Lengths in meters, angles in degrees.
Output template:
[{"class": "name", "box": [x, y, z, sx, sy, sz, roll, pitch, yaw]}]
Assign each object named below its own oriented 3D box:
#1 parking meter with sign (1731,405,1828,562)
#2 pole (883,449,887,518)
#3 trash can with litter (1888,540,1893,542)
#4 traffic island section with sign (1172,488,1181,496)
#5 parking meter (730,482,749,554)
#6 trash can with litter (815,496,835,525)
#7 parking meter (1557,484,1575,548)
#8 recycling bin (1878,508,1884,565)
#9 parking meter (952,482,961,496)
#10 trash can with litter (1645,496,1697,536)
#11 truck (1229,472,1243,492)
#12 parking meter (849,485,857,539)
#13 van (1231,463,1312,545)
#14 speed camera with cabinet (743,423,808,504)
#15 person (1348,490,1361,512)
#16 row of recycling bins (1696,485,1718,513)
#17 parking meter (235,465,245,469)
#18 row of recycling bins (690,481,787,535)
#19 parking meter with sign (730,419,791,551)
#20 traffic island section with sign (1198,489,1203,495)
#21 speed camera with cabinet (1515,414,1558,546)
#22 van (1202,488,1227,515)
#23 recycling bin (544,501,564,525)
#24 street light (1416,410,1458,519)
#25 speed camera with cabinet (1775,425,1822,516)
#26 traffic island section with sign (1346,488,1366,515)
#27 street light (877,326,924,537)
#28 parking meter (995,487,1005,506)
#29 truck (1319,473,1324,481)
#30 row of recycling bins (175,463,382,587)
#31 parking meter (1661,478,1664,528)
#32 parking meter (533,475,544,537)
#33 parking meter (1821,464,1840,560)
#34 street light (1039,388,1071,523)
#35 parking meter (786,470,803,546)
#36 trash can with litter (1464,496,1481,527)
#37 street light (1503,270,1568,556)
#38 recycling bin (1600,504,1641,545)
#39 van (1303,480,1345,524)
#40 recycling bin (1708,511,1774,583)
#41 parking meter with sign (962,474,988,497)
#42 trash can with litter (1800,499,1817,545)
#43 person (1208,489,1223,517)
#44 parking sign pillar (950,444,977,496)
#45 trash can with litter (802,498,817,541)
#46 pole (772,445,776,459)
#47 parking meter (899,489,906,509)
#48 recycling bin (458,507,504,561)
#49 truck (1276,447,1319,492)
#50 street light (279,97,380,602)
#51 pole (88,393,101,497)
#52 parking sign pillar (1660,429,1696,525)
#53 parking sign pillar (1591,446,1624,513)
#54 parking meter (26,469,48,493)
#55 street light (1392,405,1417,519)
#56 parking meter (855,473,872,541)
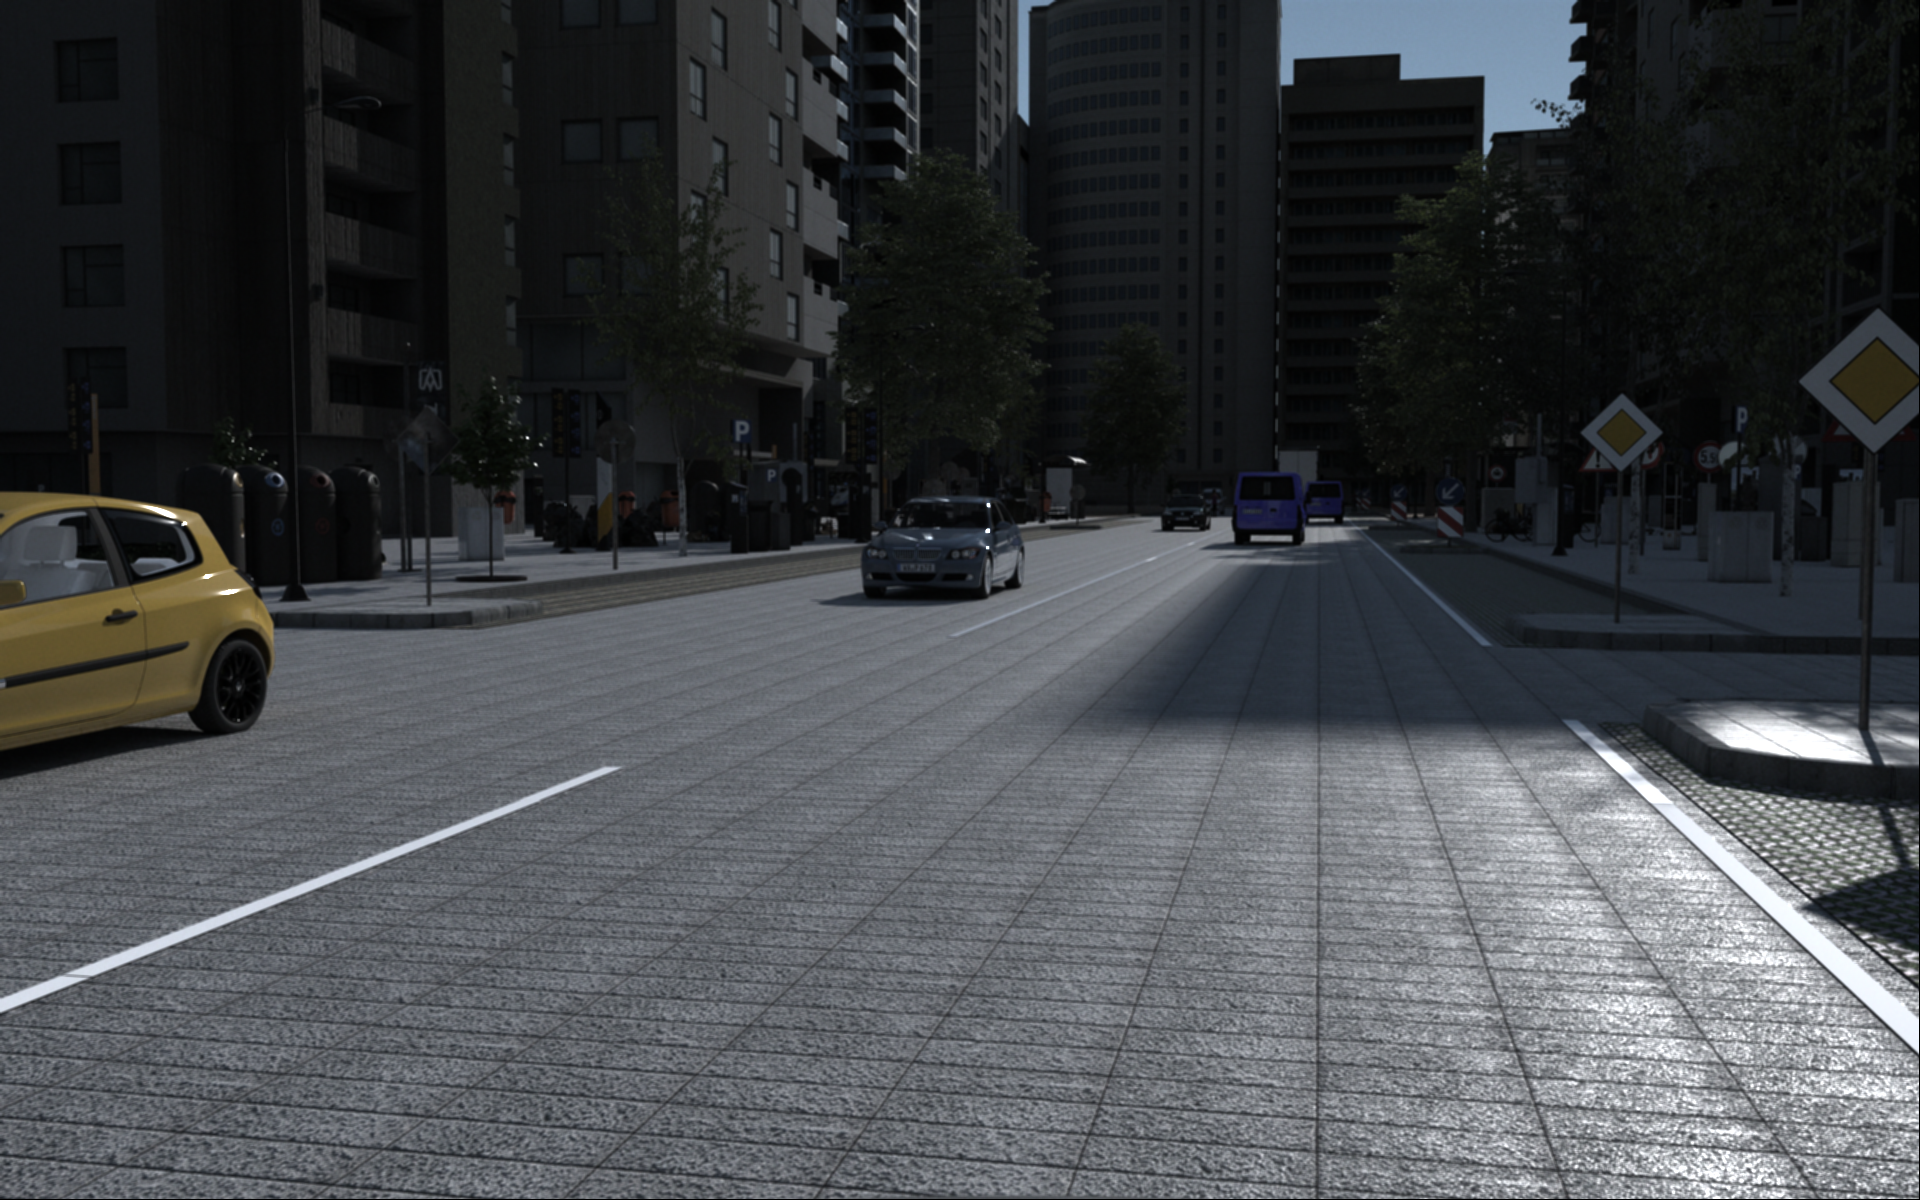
[{"class": "parking meter with sign", "box": [15.892, -2.282, 33.565, 0.543, 3.016, 1.738, -3, 4, -39]}, {"class": "pole", "box": [-3.372, -5.136, 77.809, 0.158, 3.312, 0.155, 0, 3, 0]}, {"class": "trash can with litter", "box": [25.832, -2.133, 45.924, 2.233, 1.210, 1.678, 1, 4, 19]}, {"class": "traffic island section with sign", "box": [15.040, -6.818, 120.097, 1.989, 1.847, 2.006, 1, 4, 12]}, {"class": "parking meter", "box": [-4.765, -1.774, 37.410, 0.372, 1.533, 0.369, 0, 3, 0]}, {"class": "trash can with litter", "box": [-6.131, -3.687, 71.332, 2.233, 1.210, 1.678, -1, 4, -17]}, {"class": "parking meter", "box": [14.379, -2.000, 41.116, 0.372, 1.533, 0.369, 0, 3, 0]}, {"class": "recycling bin", "box": [16.419, -1.170, 31.691, 0.722, 1.027, 0.722, 1, 4, 17]}, {"class": "parking meter", "box": [-0.178, -4.860, 85.178, 0.399, 1.863, 0.255, 3, 5, 41]}, {"class": "trash can with litter", "box": [22.231, -2.629, 54.036, 2.233, 1.210, 1.678, 1, 4, 9]}, {"class": "truck", "box": [25.871, -9.652, 153.729, 3.469, 3.379, 9.791, 1, 4, 12]}, {"class": "parking meter", "box": [-2.986, -2.506, 49.385, 0.372, 1.533, 0.369, 0, 3, 0]}, {"class": "van", "box": [9.033, -2.808, 50.294, 2.240, 2.365, 5.245, 1, 4, 13]}, {"class": "speed camera with cabinet", "box": [-5.302, -3.294, 48.189, 2.038, 3.252, 0.660, 1, 4, 8]}, {"class": "person", "box": [30.688, -7.668, 134.591, 1.217, 1.743, 0.721, -1, 4, -16]}, {"class": "row of recycling bins", "box": [33.637, -4.378, 78.689, 1.069, 1.692, 3.534, 3, 4, 38]}, {"class": "parking meter", "box": [-14.435, -1.785, 34.890, 0.255, 1.863, 0.399, -2, 4, -28]}, {"class": "row of recycling bins", "box": [-6.988, -2.956, 55.447, 3.534, 1.692, 1.069, -3, 5, -41]}, {"class": "parking meter with sign", "box": [-4.557, -2.673, 39.957, 0.543, 3.016, 1.738, -3, 5, -43]}, {"class": "traffic island section with sign", "box": [20.588, -8.449, 146.776, 1.989, 1.847, 2.006, 1, 4, 12]}, {"class": "speed camera with cabinet", "box": [14.566, -2.994, 43.285, 0.660, 3.252, 2.038, 3, 5, 42]}, {"class": "van", "box": [17.573, -6.948, 120.619, 2.013, 2.044, 4.112, 1, 4, 10]}, {"class": "recycling bin", "box": [-14.808, -3.063, 62.635, 0.722, 1.027, 0.722, 2, 4, 34]}, {"class": "street light", "box": [17.532, -5.539, 63.097, 1.470, 5.913, 1.316, 1, 4, 12]}, {"class": "speed camera with cabinet", "box": [23.206, -3.286, 48.062, 0.660, 3.252, 2.038, 0, 4, -5]}, {"class": "traffic island section with sign", "box": [27.262, -6.621, 116.881, 1.989, 1.847, 2.006, 1, 4, 12]}, {"class": "street light", "box": [-1.673, -4.621, 48.098, 1.470, 5.913, 1.316, 1, 4, 12]}, {"class": "parking meter", "box": [1.528, -3.483, 65.366, 0.372, 1.533, 0.369, 0, 3, 0]}, {"class": "truck", "box": [24.740, -7.994, 126.618, 3.469, 3.379, 9.791, 1, 4, 13]}, {"class": "row of recycling bins", "box": [-9.675, -1.074, 24.677, 1.069, 1.692, 3.534, 1, 4, 22]}, {"class": "parking meter", "box": [26.328, -3.603, 64.618, 0.255, 1.863, 0.399, 1, 4, 15]}, {"class": "parking meter", "box": [-12.585, -2.815, 51.737, 0.255, 1.863, 0.399, -1, 4, -19]}, {"class": "parking meter", "box": [17.056, -1.728, 33.965, 0.255, 1.863, 0.399, 3, 4, 37]}, {"class": "street light", "box": [4.151, -6.320, 75.869, 1.470, 5.913, 1.316, 1, 4, 12]}, {"class": "parking meter", "box": [-4.105, -2.279, 42.974, 0.255, 1.863, 0.399, 2, 4, 27]}, {"class": "trash can with litter", "box": [19.822, -3.411, 66.835, 2.233, 1.210, 1.678, -3, 4, -36]}, {"class": "street light", "box": [11.964, -3.883, 36.024, 1.470, 5.913, 1.316, 1, 4, 12]}, {"class": "recycling bin", "box": [16.935, -1.948, 44.399, 0.722, 1.027, 0.722, -2, 4, -34]}, {"class": "van", "box": [17.642, -4.892, 84.373, 2.240, 2.365, 5.245, 1, 4, 10]}, {"class": "recycling bin", "box": [11.403, -0.780, 25.310, 0.722, 1.027, 0.722, 1, 4, 9]}, {"class": "parking meter with sign", "box": [0.462, -5.061, 79.007, 1.738, 3.016, 0.543, 0, 4, 7]}, {"class": "trash can with litter", "box": [19.181, -1.693, 39.064, 0.624, 1.170, 1.055, -1, 4, -10]}, {"class": "person", "box": [15.754, -5.975, 106.881, 1.217, 1.739, 0.721, -3, 4, -38]}, {"class": "parking sign pillar", "box": [0.186, -6.042, 87.260, 1.447, 3.967, 1.447, -1, 4, -18]}, {"class": "trash can with litter", "box": [-4.404, -2.176, 46.968, 1.055, 1.170, 0.624, 0, 4, -8]}, {"class": "pole", "box": [-7.709, -4.775, 71.911, 0.158, 3.312, 0.155, 0, 3, 0]}, {"class": "parking meter", "box": [-2.965, -4.974, 89.743, 0.372, 1.533, 0.369, 0, 3, 0]}, {"class": "recycling bin", "box": [-9.271, -1.283, 33.527, 0.722, 1.027, 0.722, -2, 4, -30]}, {"class": "truck", "box": [21.177, -7.350, 109.087, 2.839, 4.237, 11.283, 1, 4, 10]}, {"class": "street light", "box": [-7.464, -2.935, 20.527, 1.470, 5.913, 1.316, 1, 4, 12]}, {"class": "pole", "box": [-17.585, -2.529, 35.186, 0.158, 3.312, 0.155, 0, 3, 0]}, {"class": "parking sign pillar", "box": [29.649, -5.077, 71.478, 1.447, 3.967, 1.447, 3, 5, 41]}, {"class": "parking sign pillar", "box": [29.274, -5.494, 78.303, 1.447, 3.967, 1.447, 0, 4, 4]}, {"class": "parking meter", "box": [-21.605, -2.133, 40.581, 0.255, 1.863, 0.399, 1, 4, 15]}, {"class": "street light", "box": [23.191, -7.193, 90.152, 1.470, 5.913, 1.316, 1, 4, 12]}, {"class": "parking meter", "box": [-2.636, -2.543, 47.285, 0.399, 1.863, 0.255, -2, 4, -25]}]
